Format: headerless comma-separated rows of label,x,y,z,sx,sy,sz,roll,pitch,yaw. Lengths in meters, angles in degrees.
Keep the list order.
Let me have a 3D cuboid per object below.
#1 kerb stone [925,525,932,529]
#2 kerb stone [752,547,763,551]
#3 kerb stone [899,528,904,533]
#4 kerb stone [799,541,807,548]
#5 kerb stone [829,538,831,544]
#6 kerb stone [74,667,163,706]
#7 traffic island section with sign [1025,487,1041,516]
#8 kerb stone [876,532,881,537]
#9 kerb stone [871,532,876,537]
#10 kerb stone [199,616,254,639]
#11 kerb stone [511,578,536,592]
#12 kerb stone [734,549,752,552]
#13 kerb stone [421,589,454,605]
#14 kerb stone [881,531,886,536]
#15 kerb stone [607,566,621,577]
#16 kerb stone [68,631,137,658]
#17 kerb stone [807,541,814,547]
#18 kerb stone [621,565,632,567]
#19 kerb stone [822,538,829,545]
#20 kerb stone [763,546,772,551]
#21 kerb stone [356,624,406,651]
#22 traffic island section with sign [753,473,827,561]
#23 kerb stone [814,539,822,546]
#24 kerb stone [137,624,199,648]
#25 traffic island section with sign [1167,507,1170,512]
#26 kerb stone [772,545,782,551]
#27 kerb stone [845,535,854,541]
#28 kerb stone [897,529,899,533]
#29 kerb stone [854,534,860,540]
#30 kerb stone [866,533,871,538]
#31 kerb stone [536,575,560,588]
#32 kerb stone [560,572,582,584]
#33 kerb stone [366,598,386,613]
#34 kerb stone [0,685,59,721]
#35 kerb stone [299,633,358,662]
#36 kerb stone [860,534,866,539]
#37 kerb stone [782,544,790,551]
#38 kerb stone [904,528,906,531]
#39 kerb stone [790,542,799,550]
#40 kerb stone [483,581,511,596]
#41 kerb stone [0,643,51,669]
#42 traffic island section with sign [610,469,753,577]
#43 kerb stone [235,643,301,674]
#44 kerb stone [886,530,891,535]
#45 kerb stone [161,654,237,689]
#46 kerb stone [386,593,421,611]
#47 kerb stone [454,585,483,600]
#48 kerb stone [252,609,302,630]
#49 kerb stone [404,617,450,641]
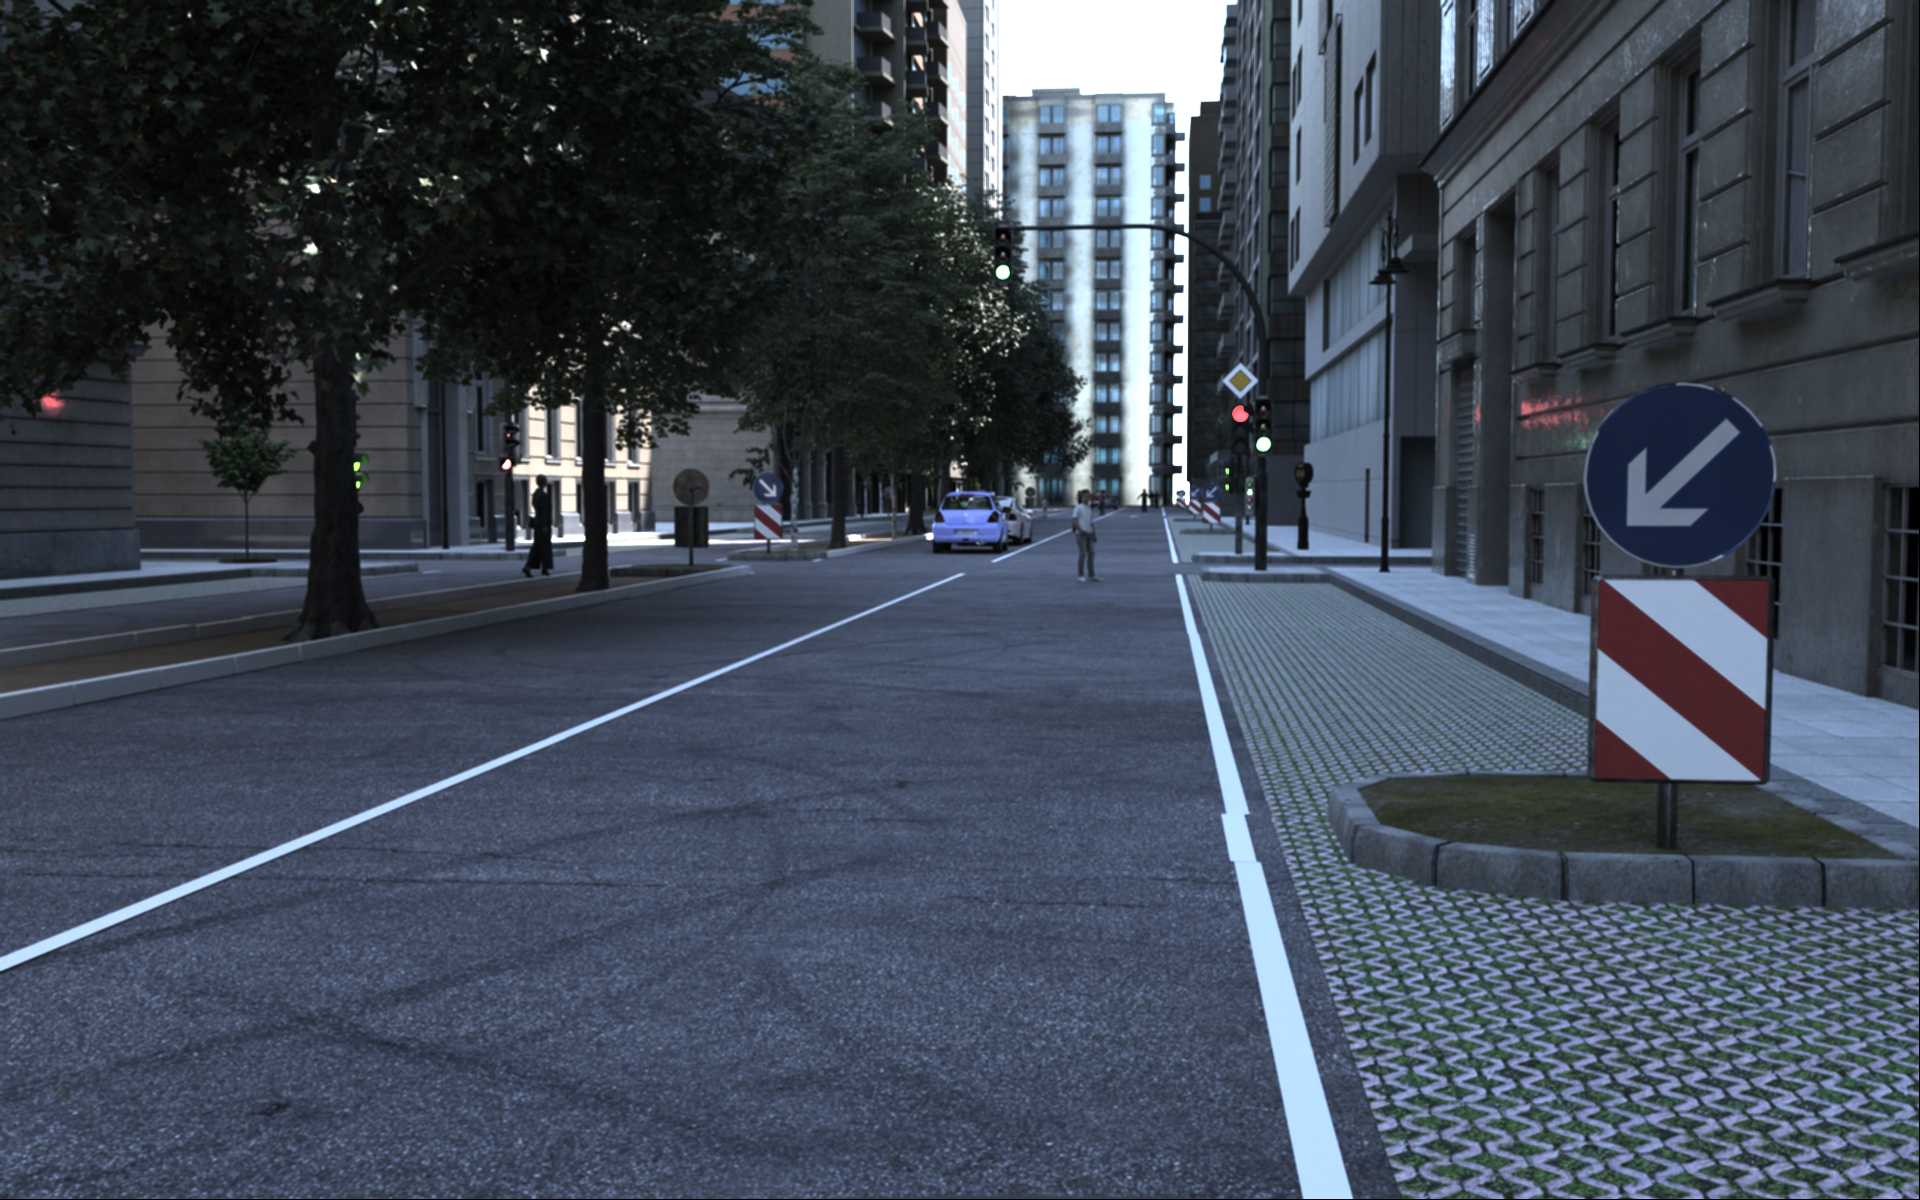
kerb stone,-1.216,-3.047,72.027,0.120,0.150,1.000,0,4,7
kerb stone,-4.843,-1.114,40.453,0.120,0.150,1.000,0,4,7
kerb stone,-2.274,-2.481,62.856,0.120,0.150,1.000,0,4,7
kerb stone,-4.259,-1.429,45.557,0.120,0.150,1.000,0,4,7
kerb stone,-3.792,-1.677,49.620,0.120,0.150,1.000,0,4,7
kerb stone,-5.980,0.614,12.207,0.120,0.150,1.000,0,4,7
traffic island section with sign,4.518,-6.388,112.584,2.006,1.907,1.989,0,4,7
kerb stone,-2.859,-2.175,57.765,0.120,0.150,1.000,0,4,7
kerb stone,-2.965,-2.113,56.748,0.120,0.150,1.000,0,4,7
kerb stone,-7.479,0.299,17.510,0.120,0.150,1.000,0,4,7
kerb stone,-6.547,-0.211,25.644,0.120,0.150,1.000,0,4,7
kerb stone,-4.961,-1.054,39.434,0.120,0.150,1.000,0,4,7
kerb stone,-6.896,-0.024,22.594,0.120,0.150,1.000,0,4,7
kerb stone,-2.732,-2.238,58.786,0.120,0.150,1.000,0,4,7
kerb stone,-6.078,-0.460,29.711,0.120,0.150,1.000,0,4,7
kerb stone,-7.721,0.412,15.467,0.120,0.150,1.000,0,4,7
kerb stone,-4.146,-1.489,46.573,0.120,0.150,1.000,0,4,7
kerb stone,-5.965,-0.520,30.727,0.120,0.150,1.000,0,4,7
kerb stone,-3.910,-1.614,48.604,0.120,0.150,1.000,0,4,7
kerb stone,-4.726,-1.179,41.474,0.120,0.150,1.000,0,4,7
kerb stone,-5.507,0.362,16.285,0.120,0.150,1.000,0,4,7
traffic island section with sign,-4.056,-1.823,37.934,2.006,1.907,1.989,0,4,7
kerb stone,-4.027,-1.551,47.588,0.120,0.150,1.000,0,4,7
kerb stone,-7.602,0.349,16.489,0.120,0.150,1.000,0,4,7
traffic island section with sign,17.645,-7.936,138.386,1.989,1.847,2.006,0,4,7
kerb stone,-4.609,-1.239,42.493,0.120,0.150,1.000,0,4,7
kerb stone,-3.443,-1.864,52.677,0.120,0.150,1.000,0,4,7
kerb stone,-2.390,-2.425,61.838,0.120,0.150,1.000,0,4,7
kerb stone,-3.322,-1.926,53.697,0.120,0.150,1.000,0,4,7
kerb stone,-3.086,-2.051,55.733,0.120,0.150,1.000,0,4,7
kerb stone,-6.429,-0.272,26.659,0.120,0.150,1.000,0,4,7
kerb stone,-6.311,-0.335,27.675,0.120,0.150,1.000,0,4,7
kerb stone,-7.131,0.100,20.564,0.120,0.150,1.000,0,4,7
kerb stone,-6.092,0.675,11.181,0.120,0.150,1.000,0,4,7
kerb stone,-5.619,0.427,15.263,0.120,0.150,1.000,0,4,7
kerb stone,-3.201,-1.987,54.717,0.120,0.150,1.000,0,4,7
kerb stone,-4.493,-1.304,43.513,0.120,0.150,1.000,0,4,7
kerb stone,-2.148,-2.549,63.874,0.120,0.150,1.000,0,4,7
kerb stone,-4.372,-1.363,44.538,0.120,0.150,1.000,0,4,7
kerb stone,-6.661,-0.149,24.625,0.120,0.150,1.000,0,4,7
kerb stone,-7.832,0.476,14.451,0.120,0.150,1.000,0,4,7
traffic island section with sign,-4.912,-1.372,30.577,2.006,1.907,1.989,0,4,7
kerb stone,-5.744,0.492,14.242,0.120,0.150,1.000,0,4,7
kerb stone,-2.616,-2.297,59.802,0.120,0.150,1.000,0,4,7
kerb stone,-5.863,0.554,13.222,0.120,0.150,1.000,0,4,7
kerb stone,-7.014,0.038,21.579,0.120,0.150,1.000,0,4,7
kerb stone,-6.788,-0.087,23.611,0.120,0.150,1.000,0,4,7
kerb stone,-7.365,0.225,18.524,0.120,0.150,1.000,0,4,7
kerb stone,-5.386,0.299,17.306,0.120,0.150,1.000,0,4,7
